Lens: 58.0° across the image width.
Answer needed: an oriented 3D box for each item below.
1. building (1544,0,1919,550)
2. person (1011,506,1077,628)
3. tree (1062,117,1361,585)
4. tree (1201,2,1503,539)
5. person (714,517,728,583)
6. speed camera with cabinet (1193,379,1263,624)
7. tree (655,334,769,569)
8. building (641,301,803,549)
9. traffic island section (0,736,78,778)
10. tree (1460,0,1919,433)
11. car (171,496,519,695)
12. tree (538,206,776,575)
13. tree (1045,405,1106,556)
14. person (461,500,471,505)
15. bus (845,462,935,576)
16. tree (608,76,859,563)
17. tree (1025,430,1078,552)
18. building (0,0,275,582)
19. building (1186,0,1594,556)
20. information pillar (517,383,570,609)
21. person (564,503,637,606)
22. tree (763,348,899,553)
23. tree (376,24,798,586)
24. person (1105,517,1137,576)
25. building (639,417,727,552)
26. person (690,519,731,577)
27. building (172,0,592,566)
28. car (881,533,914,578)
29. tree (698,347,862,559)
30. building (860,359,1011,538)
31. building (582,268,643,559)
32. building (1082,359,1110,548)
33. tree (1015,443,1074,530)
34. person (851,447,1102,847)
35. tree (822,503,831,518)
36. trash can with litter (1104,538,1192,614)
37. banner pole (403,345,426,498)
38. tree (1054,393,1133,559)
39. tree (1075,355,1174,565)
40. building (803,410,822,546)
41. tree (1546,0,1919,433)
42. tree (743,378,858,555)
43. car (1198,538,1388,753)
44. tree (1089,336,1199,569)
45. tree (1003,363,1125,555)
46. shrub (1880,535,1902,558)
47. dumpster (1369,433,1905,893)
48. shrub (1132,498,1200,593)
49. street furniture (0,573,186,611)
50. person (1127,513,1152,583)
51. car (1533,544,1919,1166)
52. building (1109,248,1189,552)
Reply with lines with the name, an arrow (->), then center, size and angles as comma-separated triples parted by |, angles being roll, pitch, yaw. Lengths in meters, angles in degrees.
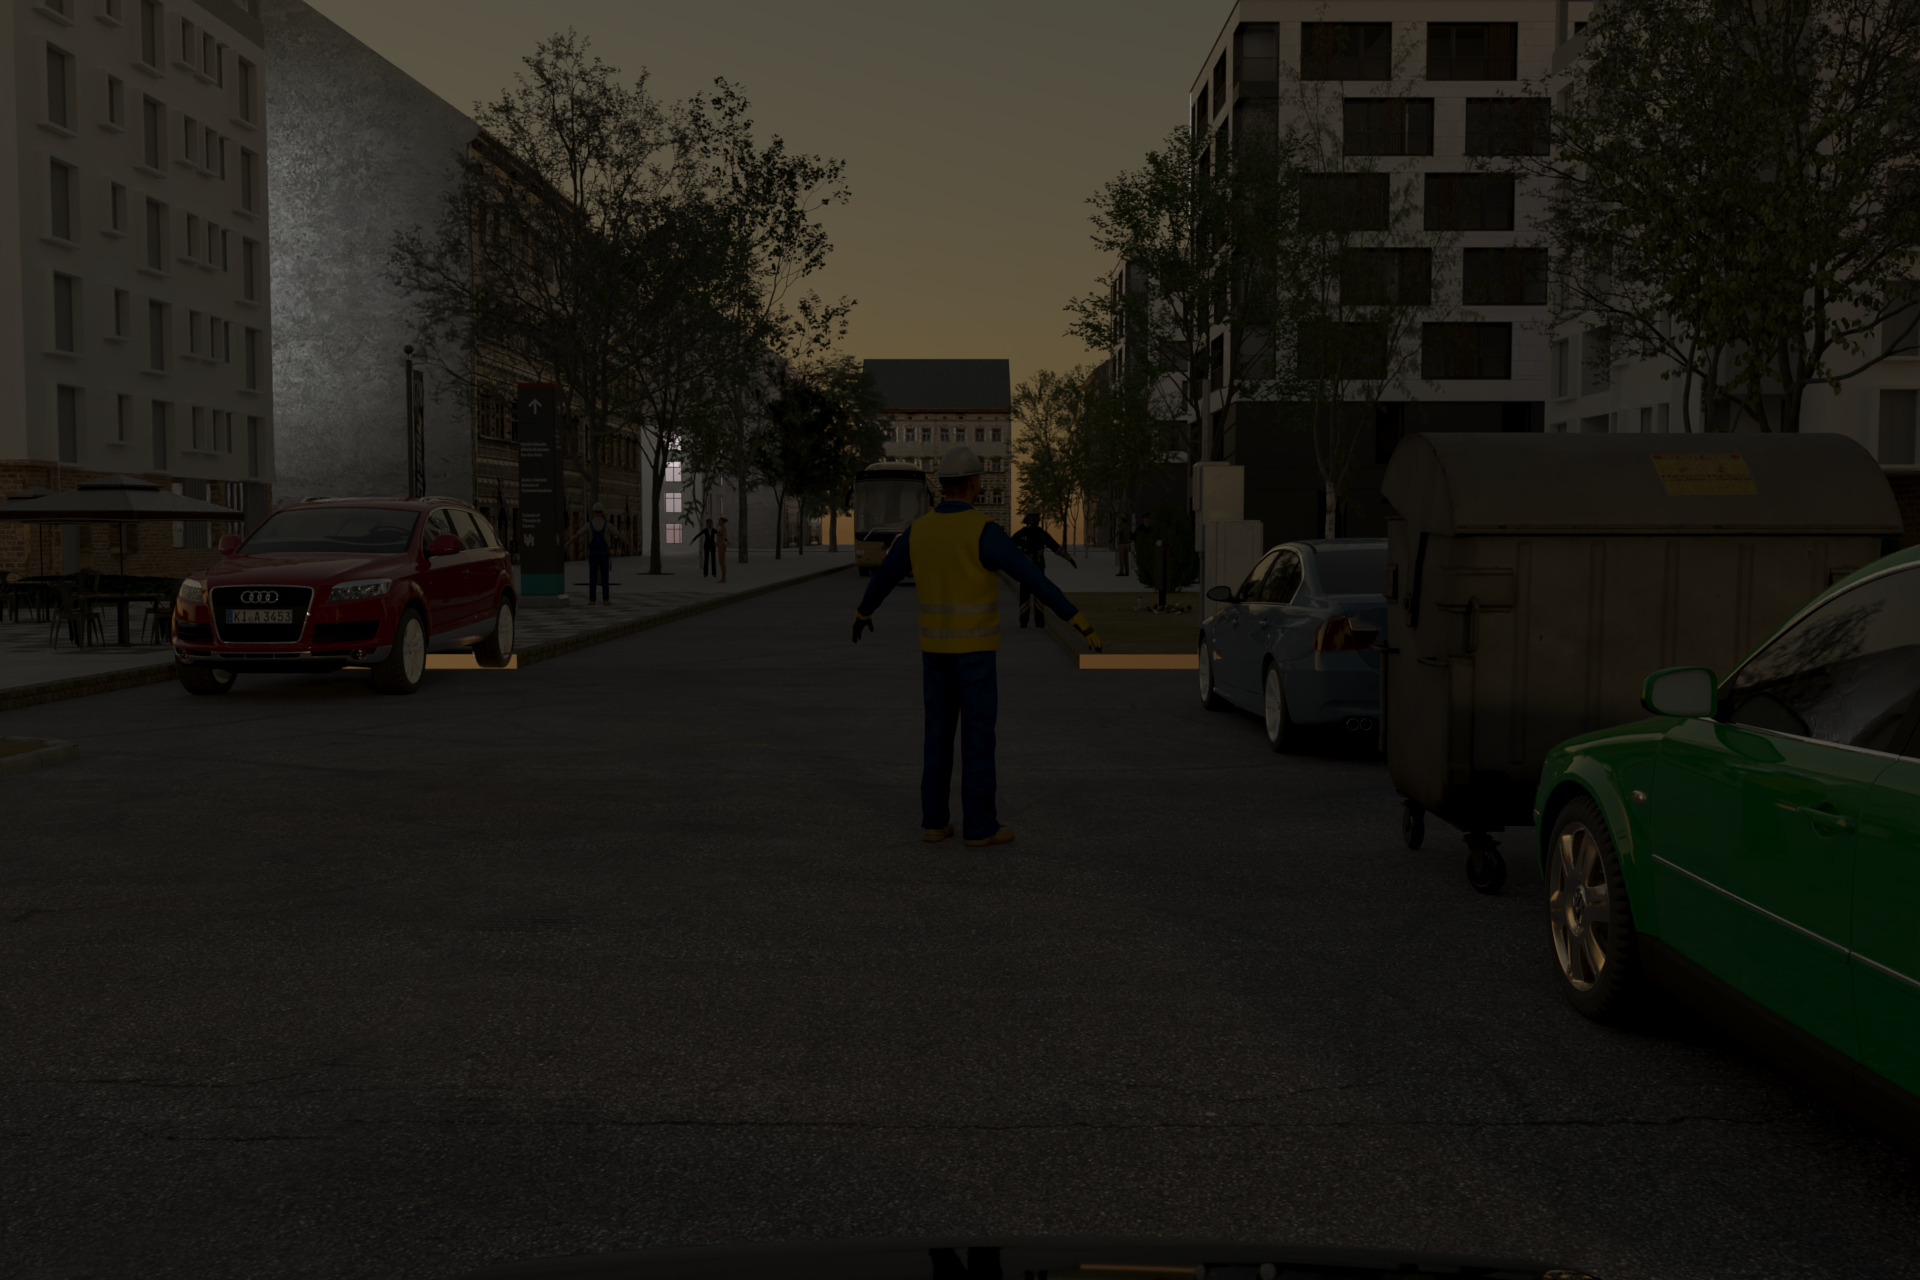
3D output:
building -> 25.387, -12.341, 58.201 | 16.016, 20.090, 11.380 | 0, 4, 0
person -> 1.114, -1.119, 26.527 | 1.354, 1.856, 0.705 | -1, 4, -11
tree -> 6.322, -7.238, 44.105 | 9.928, 11.665, 9.643 | 0, 3, 0
tree -> 5.137, -4.565, 24.999 | 4.360, 8.622, 3.978 | 0, 3, 0
person -> -6.348, -2.377, 45.666 | 0.721, 1.733, 1.217 | -1, 4, -14
speed camera with cabinet -> 3.333, -1.665, 21.553 | 0.660, 3.252, 2.038 | 0, 4, 0
tree -> -9.358, -6.918, 63.466 | 4.737, 8.622, 4.395 | 0, 3, 0
building -> -24.760, -20.186, 160.969 | 19.493, 23.208, 18.063 | 0, 4, 0
traffic island section -> -6.626, 0.751, 10.582 | 1.991, 0.108, 1.994 | 0, 3, 0
tree -> 13.546, -7.207, 28.203 | 12.009, 13.543, 11.850 | 0, 3, 0
car -> -5.887, -0.518, 17.139 | 2.281, 1.827, 5.304 | 0, 3, 0
tree -> -9.451, -7.867, 54.374 | 9.928, 11.665, 9.643 | 0, 3, 0
tree -> 6.517, -9.108, 99.281 | 4.360, 8.622, 3.978 | 0, 3, 0
person -> -8.409, -1.446, 29.407 | 0.705, 1.858, 1.354 | -1, 4, -9
bus -> -2.274, -4.361, 62.850 | 2.896, 3.916, 12.252 | 0, 4, 0
tree -> -10.477, -13.385, 74.735 | 12.611, 20.169, 13.585 | 0, 3, 0
tree -> 6.199, -10.477, 121.667 | 4.737, 8.622, 4.395 | 0, 3, 0
building -> -27.728, -11.471, 43.969 | 16.016, 20.090, 11.380 | 0, 4, 0
building -> 24.533, -14.605, 82.764 | 27.936, 21.610, 32.646 | 0, 3, 0
information pillar -> -7.244, -2.484, 29.990 | 0.750, 3.857, 0.750 | 0, 4, 0
person -> -6.498, -1.548, 31.159 | 1.347, 1.847, 0.705 | -1, 4, -11
tree -> -8.854, -13.080, 120.515 | 9.857, 13.997, 8.962 | 0, 3, 0
tree -> -9.232, -8.108, 42.940 | 12.009, 13.543, 11.850 | 0, 3, 0
person -> 4.968, -2.841, 52.725 | 1.348, 1.796, 0.705 | -3, 5, -40
building -> -23.171, -11.997, 138.293 | 9.099, 9.664, 28.070 | 0, 4, -1
person -> -7.441, -2.742, 51.555 | 1.216, 1.740, 0.721 | -1, 4, -13
building -> -27.364, -14.849, 73.709 | 19.493, 23.208, 18.063 | 0, 4, 1
car -> -1.174, -2.446, 49.036 | 2.155, 1.783, 4.494 | 0, 4, 0
tree -> -9.201, -9.328, 86.918 | 8.767, 10.594, 7.601 | 0, 4, -4
building -> -2.945, -23.390, 215.817 | 18.063, 23.208, 19.493 | 0, 4, 0
building -> -28.074, -15.994, 92.430 | 19.493, 23.208, 18.063 | 0, 4, 0
building -> 22.037, -20.697, 169.316 | 19.493, 23.208, 18.063 | 0, 4, 0
tree -> 10.620, -18.098, 214.024 | 7.486, 12.596, 7.792 | 0, 3, 0
person -> 0.015, 0.023, 8.044 | 1.349, 1.833, 0.705 | 2, 4, 31
tree -> -18.195, -17.055, 213.254 | 7.601, 10.594, 8.767 | 0, 4, -6
trash can with litter -> 3.288, -1.074, 28.620 | 1.678, 1.210, 2.233 | 0, 3, 0
banner pole -> -7.286, -2.031, 23.220 | 0.401, 3.779, 0.863 | 0, 4, 0
tree -> 6.651, -8.493, 89.216 | 4.737, 8.622, 4.395 | 0, 3, 0
tree -> 6.576, -7.391, 71.208 | 4.737, 8.622, 4.395 | 0, 3, 0
building -> -25.195, -21.935, 189.558 | 19.493, 23.208, 18.063 | 0, 4, 0
tree -> 8.906, -4.258, 19.989 | 4.737, 8.622, 4.395 | 0, 3, 0
tree -> -9.793, -10.398, 104.415 | 8.767, 10.594, 7.601 | 1, 4, 20
car -> 2.881, -0.039, 12.638 | 2.014, 1.417, 4.499 | 0, 4, -1
tree -> 6.551, -6.931, 63.681 | 4.737, 8.622, 4.395 | 0, 3, 0
tree -> 6.375, -11.049, 106.406 | 9.928, 11.665, 9.643 | 0, 3, 0
shrub -> 19.476, -2.020, 37.442 | 1.690, 2.028, 1.600 | 0, 3, 0
dumpster -> 2.785, 0.052, 7.373 | 1.865, 1.857, 1.264 | 0, 4, -1
shrub -> 4.555, -2.071, 37.896 | 1.661, 2.075, 1.752 | 0, 3, 0
street furniture -> -16.108, -1.036, 32.570 | 10.072, 0.657, 5.734 | 3, 5, 44
person -> 4.896, -2.413, 45.382 | 1.347, 1.837, 0.705 | -2, 4, -29
car -> 2.685, 0.311, 3.713 | 1.959, 1.807, 4.718 | 0, 4, 0
building -> 25.839, -18.129, 140.389 | 27.936, 21.610, 32.646 | 0, 3, 0
